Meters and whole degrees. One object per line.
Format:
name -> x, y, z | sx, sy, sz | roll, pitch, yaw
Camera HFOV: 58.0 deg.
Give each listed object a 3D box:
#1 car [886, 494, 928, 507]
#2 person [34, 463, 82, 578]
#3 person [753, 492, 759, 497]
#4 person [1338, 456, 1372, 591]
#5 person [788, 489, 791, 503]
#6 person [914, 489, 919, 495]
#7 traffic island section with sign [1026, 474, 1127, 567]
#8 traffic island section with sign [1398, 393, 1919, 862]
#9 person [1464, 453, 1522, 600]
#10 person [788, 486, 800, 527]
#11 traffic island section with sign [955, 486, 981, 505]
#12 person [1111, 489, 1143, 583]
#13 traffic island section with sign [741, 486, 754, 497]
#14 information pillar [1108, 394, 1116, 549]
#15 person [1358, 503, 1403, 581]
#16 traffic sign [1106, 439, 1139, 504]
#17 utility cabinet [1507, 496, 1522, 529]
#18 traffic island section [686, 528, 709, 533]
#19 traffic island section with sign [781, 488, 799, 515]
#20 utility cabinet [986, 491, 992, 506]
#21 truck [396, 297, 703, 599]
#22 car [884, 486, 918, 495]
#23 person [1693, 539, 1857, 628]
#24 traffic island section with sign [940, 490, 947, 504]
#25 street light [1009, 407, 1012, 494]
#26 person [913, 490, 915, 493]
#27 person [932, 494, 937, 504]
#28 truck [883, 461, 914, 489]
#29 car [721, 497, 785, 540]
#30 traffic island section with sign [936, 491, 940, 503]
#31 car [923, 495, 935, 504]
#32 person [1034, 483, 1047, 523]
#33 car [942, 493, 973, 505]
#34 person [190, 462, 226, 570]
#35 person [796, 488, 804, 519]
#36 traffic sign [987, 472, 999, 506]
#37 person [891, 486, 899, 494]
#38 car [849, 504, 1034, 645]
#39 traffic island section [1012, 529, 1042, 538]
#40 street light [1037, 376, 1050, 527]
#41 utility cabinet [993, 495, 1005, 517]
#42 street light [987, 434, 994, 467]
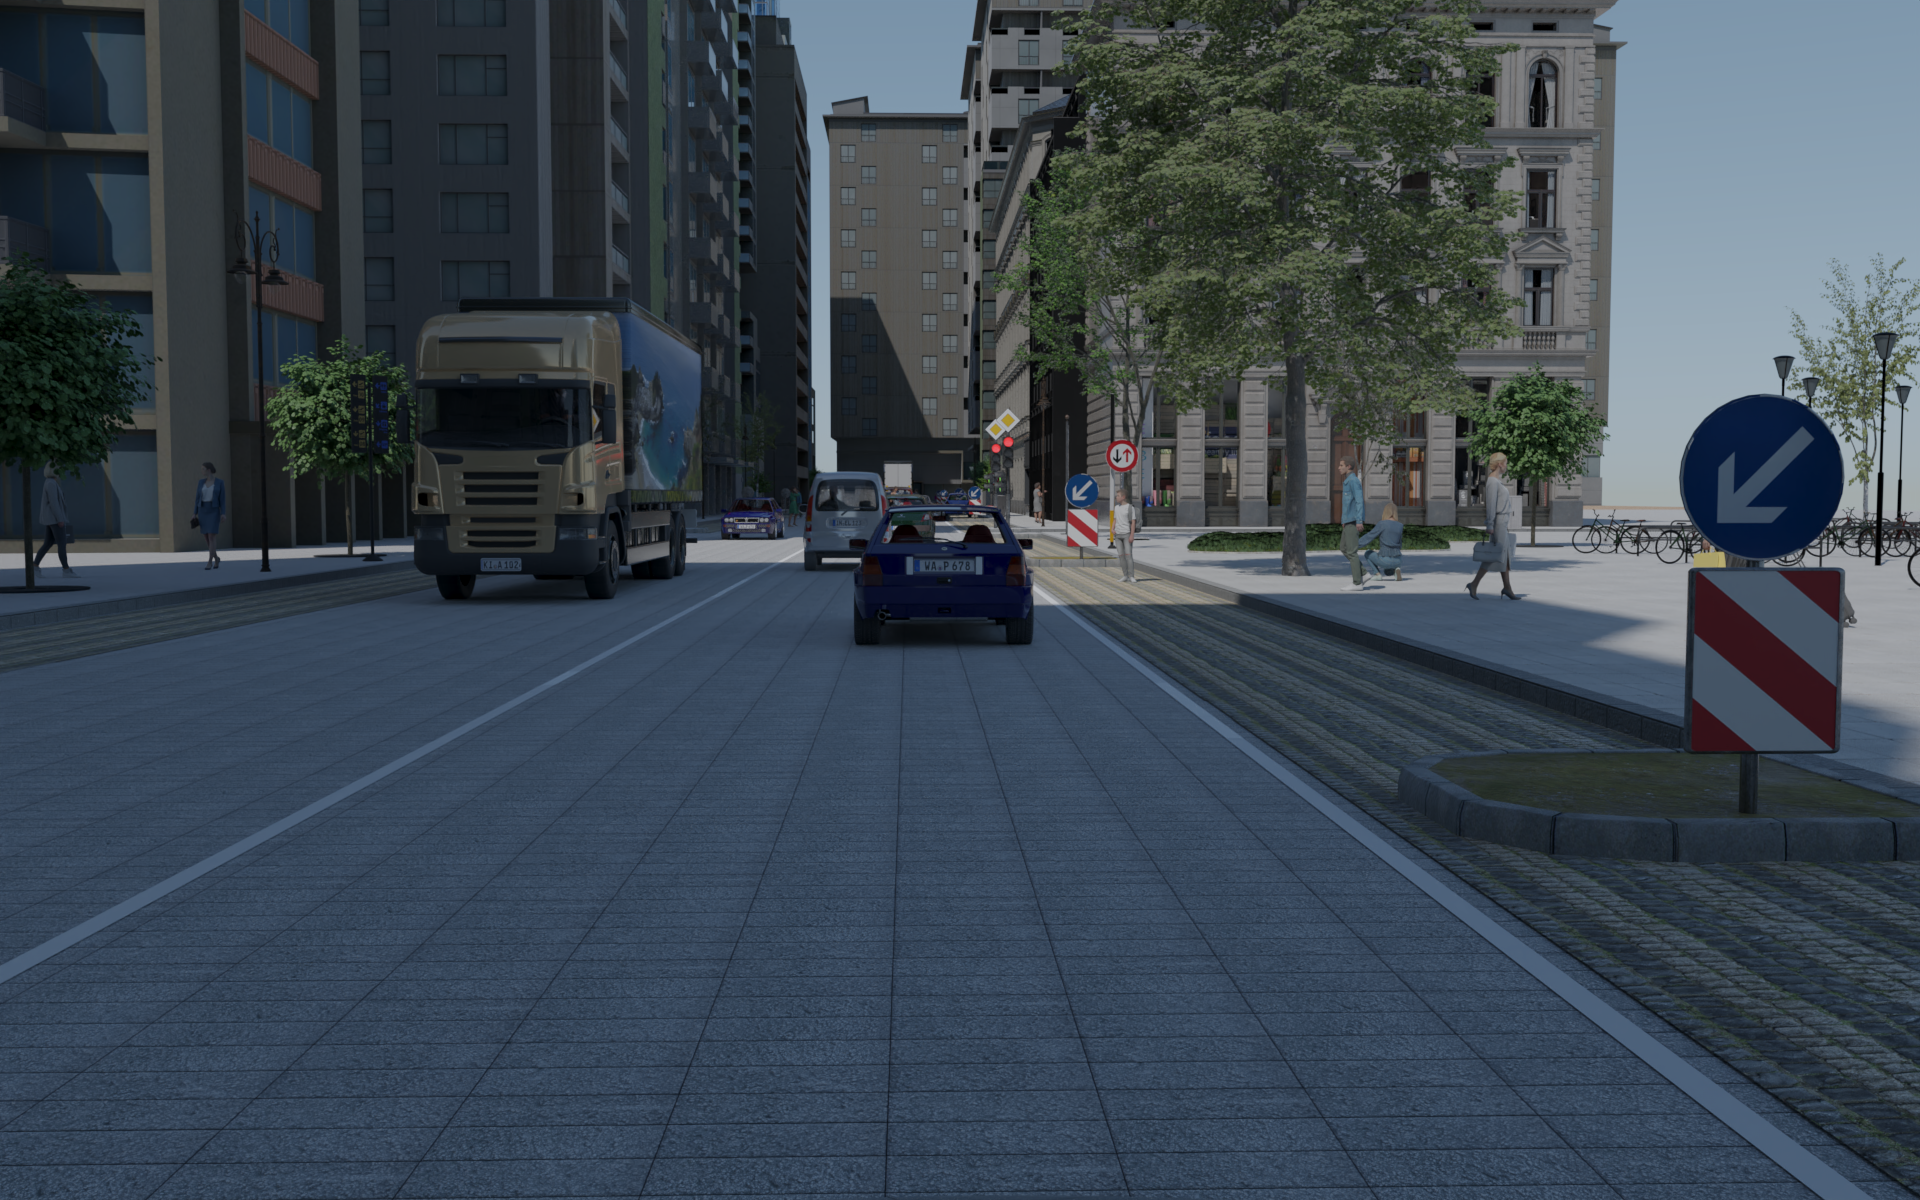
car -> -1.529, -2.252, 46.603 | 2.009, 1.686, 4.222 | 0, 4, -1
person -> -13.877, -1.240, 26.502 | 0.728, 1.800, 0.709 | -2, 4, -27
person -> -15.738, -7.749, 132.752 | 0.660, 1.820, 0.620 | 1, 4, 8
person -> 5.236, -1.014, 22.961 | 0.444, 1.785, 0.601 | 1, 4, 20
person -> -15.486, -9.182, 156.617 | 0.568, 1.767, 0.683 | 3, 5, 45
person -> -3.155, -6.815, 120.206 | 0.573, 1.790, 0.520 | 2, 4, 33
traffic island section with sign -> 2.255, -1.588, 34.587 | 1.989, 1.847, 2.006 | 0, 4, -2
traffic island section with sign -> 3.052, 0.060, 7.643 | 1.989, 1.847, 2.006 | 0, 4, -2
person -> 6.474, -0.893, 21.002 | 0.624, 1.780, 0.694 | 2, 4, 32
person -> -7.364, -4.132, 76.307 | 0.529, 1.795, 0.600 | -2, 4, -26
traffic island section with sign -> 0.633, -4.955, 89.642 | 1.989, 1.847, 2.006 | 0, 4, -2
person -> 2.695, -1.035, 28.016 | 0.503, 1.515, 0.523 | 1, 4, 12
traffic island section with sign -> -10.883, -4.925, 89.159 | 1.989, 1.847, 2.006 | 0, 4, -2
information pillar -> 3.586, -3.018, 40.697 | 0.183, 3.616, 0.504 | 1, 4, 9
person -> 6.200, -0.864, 25.661 | 1.012, 1.151, 0.738 | -1, 4, -9
traffic sign -> 3.767, -2.459, 40.305 | 0.768, 2.556, 0.104 | 0, 4, 3
utility cabinet -> 20.415, -3.268, 64.600 | 1.020, 1.237, 0.306 | 0, 4, 6
traffic island section -> -10.480, -2.586, 64.557 | 2.009, 0.180, 2.903 | 0, 4, -2
traffic island section with sign -> -11.712, -6.625, 116.950 | 1.989, 1.847, 2.006 | 0, 4, -2
utility cabinet -> 1.827, -5.935, 105.715 | 0.318, 1.500, 1.173 | 1, 4, 13
truck -> -5.954, -2.328, 26.974 | 2.839, 4.237, 11.283 | 0, 4, -1
car -> -3.207, -4.849, 87.949 | 2.281, 1.827, 5.304 | 0, 4, -3
person -> 7.856, -0.639, 16.709 | 1.509, 1.804, 0.699 | 1, 4, 10
traffic island section with sign -> -0.163, -6.603, 116.586 | 1.989, 1.847, 2.006 | 0, 4, -2
street light -> 2.611, -7.289, 91.967 | 0.468, 5.910, 1.993 | 0, 4, -2
person -> -4.846, -10.576, 181.432 | 0.705, 1.821, 1.348 | 1, 4, 14
person -> -2.991, -12.248, 211.979 | 0.991, 1.433, 0.599 | 1, 4, 10
truck -> -5.438, -10.006, 152.505 | 2.839, 4.237, 11.283 | 0, 4, -2
car -> -6.609, -2.619, 55.400 | 1.945, 1.354, 3.894 | 0, 4, 0
traffic island section with sign -> -1.666, -9.703, 167.264 | 1.989, 1.847, 2.006 | 0, 4, -2
car -> -2.469, -5.415, 100.898 | 2.083, 1.381, 4.827 | 0, 4, -2
person -> 3.531, -4.257, 76.009 | 0.532, 1.782, 0.716 | -1, 4, -18
car -> -0.125, -5.905, 106.140 | 1.945, 1.707, 3.694 | 0, 4, -1
person -> -12.733, -1.433, 29.493 | 0.581, 1.822, 0.654 | 1, 4, 14
person -> -9.297, -5.604, 100.461 | 0.444, 1.785, 0.601 | 0, 4, 1
traffic sign -> 1.937, -6.222, 101.835 | 0.768, 2.556, 0.104 | 0, 4, 2
person -> -3.095, -4.478, 81.816 | 0.616, 1.811, 0.778 | -2, 4, -35
car -> -0.188, -0.321, 17.828 | 1.945, 1.354, 3.894 | 0, 4, -1
traffic island section -> 1.592, -2.119, 56.919 | 2.009, 0.180, 2.903 | 0, 4, -2
street light -> 3.279, -5.832, 68.135 | 0.468, 5.910, 1.993 | 0, 4, -2
utility cabinet -> 2.168, -5.138, 95.166 | 0.306, 1.237, 1.020 | 2, 4, 26
street light -> 2.006, -8.723, 115.407 | 0.468, 5.910, 1.993 | 0, 4, -2
